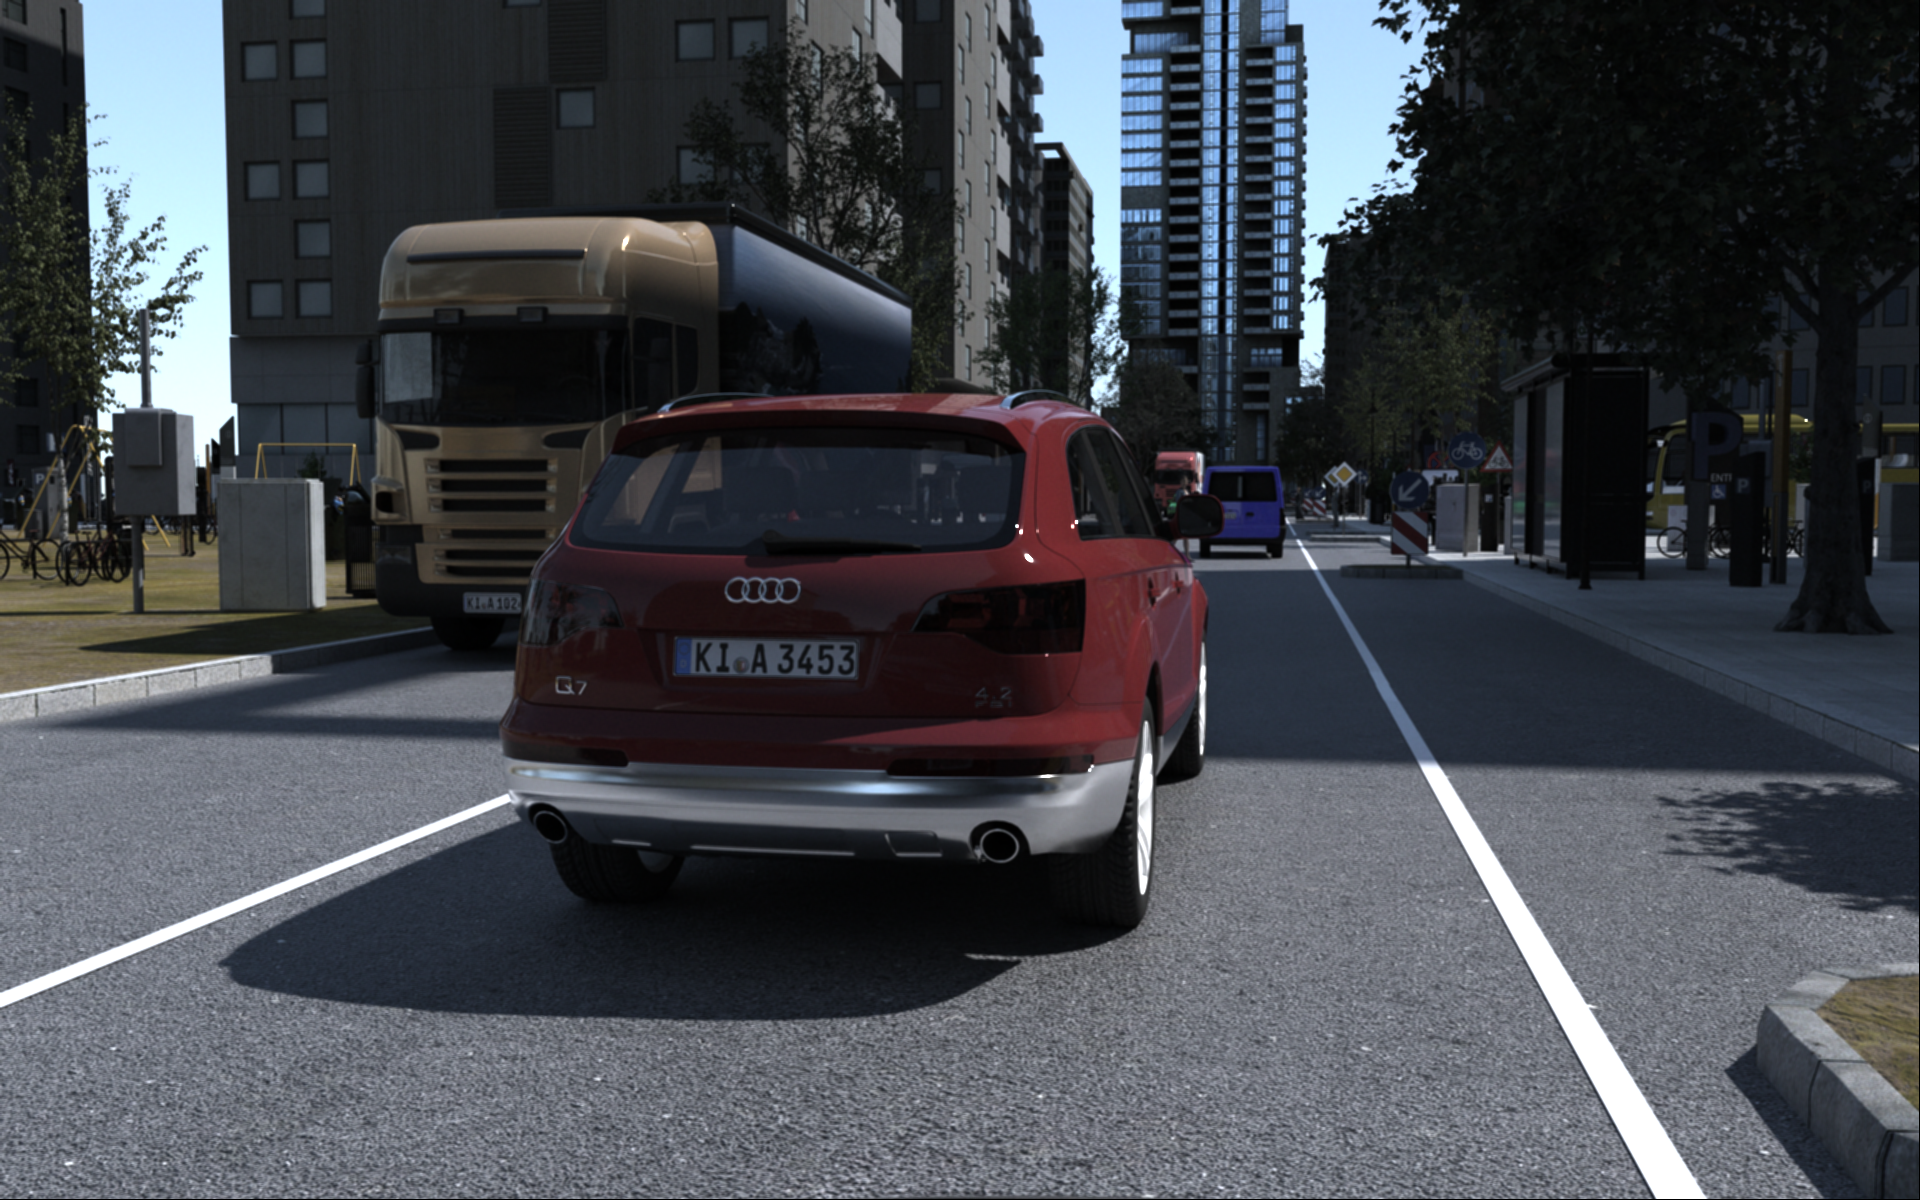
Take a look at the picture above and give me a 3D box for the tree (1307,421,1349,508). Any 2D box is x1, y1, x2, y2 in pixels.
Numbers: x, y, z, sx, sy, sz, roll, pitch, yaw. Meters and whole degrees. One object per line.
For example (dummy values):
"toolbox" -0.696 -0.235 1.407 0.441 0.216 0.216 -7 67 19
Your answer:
"tree" 35.083 -13.118 164.848 4.360 8.622 3.978 0 3 0

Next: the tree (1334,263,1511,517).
"tree" 13.217 -5.947 47.593 4.737 8.622 4.395 0 3 0

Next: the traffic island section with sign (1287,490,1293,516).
"traffic island section with sign" 22.384 -6.327 112.076 1.989 1.847 2.006 1 4 10

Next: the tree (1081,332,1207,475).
"tree" 13.781 -13.487 130.877 12.009 13.543 11.850 0 3 0

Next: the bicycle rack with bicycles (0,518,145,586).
"bicycle rack with bicycles" -13.094 -0.731 25.337 2.852 0.926 2.925 1 4 9

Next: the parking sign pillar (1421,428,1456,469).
"parking sign pillar" 18.861 -4.880 68.261 1.447 3.967 1.447 0 4 5

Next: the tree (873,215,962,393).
"tree" -1.773 -5.818 45.482 4.737 8.622 4.395 0 3 0

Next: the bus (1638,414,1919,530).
"bus" 27.192 -3.807 53.785 12.252 3.916 2.896 1 4 9

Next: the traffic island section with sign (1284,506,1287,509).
"traffic island section with sign" 31.177 -9.317 160.968 1.989 1.847 2.006 1 4 10

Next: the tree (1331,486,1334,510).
"tree" 30.937 -9.029 142.218 1.663 3.219 1.824 0 3 0

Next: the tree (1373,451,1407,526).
"tree" 17.765 -4.642 70.492 1.663 3.219 1.824 0 3 0

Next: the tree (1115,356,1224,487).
"tree" 16.436 -13.855 143.533 9.611 12.733 9.660 0 3 0

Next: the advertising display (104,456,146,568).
"advertising display" -14.512 -1.524 30.128 0.123 1.923 0.974 0 4 7

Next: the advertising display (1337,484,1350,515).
"advertising display" 24.026 -6.328 108.681 0.123 1.923 0.974 -3 5 -43

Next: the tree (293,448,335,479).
"tree" -26.937 -4.768 72.554 1.663 3.219 1.824 0 3 0

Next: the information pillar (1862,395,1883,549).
"information pillar" 21.384 -3.017 40.679 0.183 3.616 0.504 -1 4 -21

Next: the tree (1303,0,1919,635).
"tree" 8.066 -6.049 15.903 9.611 12.733 9.660 0 3 0

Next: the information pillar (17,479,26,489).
"information pillar" -45.444 -4.857 83.903 0.304 2.012 0.304 -1 4 -13

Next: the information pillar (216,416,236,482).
"information pillar" -21.888 -3.698 51.823 0.504 3.616 0.183 1 4 14

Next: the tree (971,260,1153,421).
"tree" 4.327 -9.171 75.709 9.928 11.665 9.643 0 3 0

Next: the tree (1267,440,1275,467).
"tree" 41.172 -17.651 205.607 9.611 12.733 9.660 0 3 0

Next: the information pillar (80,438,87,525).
"information pillar" -36.215 -4.904 71.528 0.183 3.616 0.504 -3 4 -38

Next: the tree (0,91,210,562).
"tree" -16.728 -5.027 32.552 4.737 8.622 4.395 0 3 0

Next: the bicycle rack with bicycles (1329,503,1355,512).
"bicycle rack with bicycles" 27.927 -6.781 124.246 2.925 0.926 2.852 -3 5 -44

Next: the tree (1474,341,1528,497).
"tree" 26.107 -8.033 81.703 4.360 8.622 3.978 0 3 0

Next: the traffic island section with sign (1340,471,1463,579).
"traffic island section with sign" 7.673 -1.321 30.225 1.989 1.847 2.006 1 4 10

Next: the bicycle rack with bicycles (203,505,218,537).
"bicycle rack with bicycles" -17.658 -1.895 44.360 2.925 0.926 2.852 3 4 39

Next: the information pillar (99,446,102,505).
"information pillar" -42.424 -5.751 85.377 0.183 3.616 0.504 -3 4 -38

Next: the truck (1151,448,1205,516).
"truck" 13.771 -7.314 108.504 2.839 4.237 11.283 1 4 11

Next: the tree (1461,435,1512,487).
"tree" 29.468 -6.891 96.374 4.285 4.588 4.351 0 3 0

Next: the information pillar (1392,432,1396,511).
"information pillar" 16.445 -4.542 65.619 0.183 3.616 0.504 1 4 15

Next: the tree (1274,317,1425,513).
"tree" 26.637 -12.693 117.898 12.009 13.543 11.850 0 3 0

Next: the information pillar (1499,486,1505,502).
"information pillar" 28.297 -5.264 90.553 0.304 2.012 0.304 0 4 5

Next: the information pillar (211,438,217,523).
"information pillar" -31.028 -4.954 72.360 0.183 3.616 0.504 2 4 31

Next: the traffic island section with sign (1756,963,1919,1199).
"traffic island section with sign" 2.899 0.302 3.695 1.989 1.847 2.006 1 4 10

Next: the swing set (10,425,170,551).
"swing set" -20.392 -2.637 40.729 2.862 2.851 3.119 -1 4 -15

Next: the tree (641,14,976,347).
"tree" -3.420 -6.143 34.856 8.767 10.594 7.601 1 4 19

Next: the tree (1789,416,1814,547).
"tree" 20.885 -2.912 42.214 1.663 3.219 1.824 0 3 0

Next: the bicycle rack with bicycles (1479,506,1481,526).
"bicycle rack with bicycles" 23.864 -3.890 76.987 2.852 0.926 2.925 2 4 27

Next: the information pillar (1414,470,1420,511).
"information pillar" 14.127 -2.982 53.243 0.304 2.012 0.304 -2 4 -27

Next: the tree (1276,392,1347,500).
"tree" 35.566 -15.169 173.760 9.928 11.665 9.643 0 3 0

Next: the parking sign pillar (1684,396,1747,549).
"parking sign pillar" 18.013 -3.230 41.280 1.447 3.967 1.447 0 4 3

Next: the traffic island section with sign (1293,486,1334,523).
"traffic island section with sign" 17.623 -4.704 85.543 1.989 1.847 2.006 1 4 10

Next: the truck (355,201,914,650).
"truck" -2.922 -1.846 19.095 2.839 4.237 11.283 1 4 11

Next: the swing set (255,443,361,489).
"swing set" -20.143 -3.441 53.880 3.119 2.851 2.862 0 4 -8

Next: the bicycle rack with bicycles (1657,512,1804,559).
"bicycle rack with bicycles" 15.924 -1.318 34.926 2.925 0.926 2.852 3 5 40

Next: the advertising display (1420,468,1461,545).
"advertising display" 11.962 -2.322 43.182 0.974 1.923 0.123 1 4 23

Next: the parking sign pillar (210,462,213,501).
"parking sign pillar" -57.839 -8.872 133.524 1.447 3.967 1.447 -3 5 -42
